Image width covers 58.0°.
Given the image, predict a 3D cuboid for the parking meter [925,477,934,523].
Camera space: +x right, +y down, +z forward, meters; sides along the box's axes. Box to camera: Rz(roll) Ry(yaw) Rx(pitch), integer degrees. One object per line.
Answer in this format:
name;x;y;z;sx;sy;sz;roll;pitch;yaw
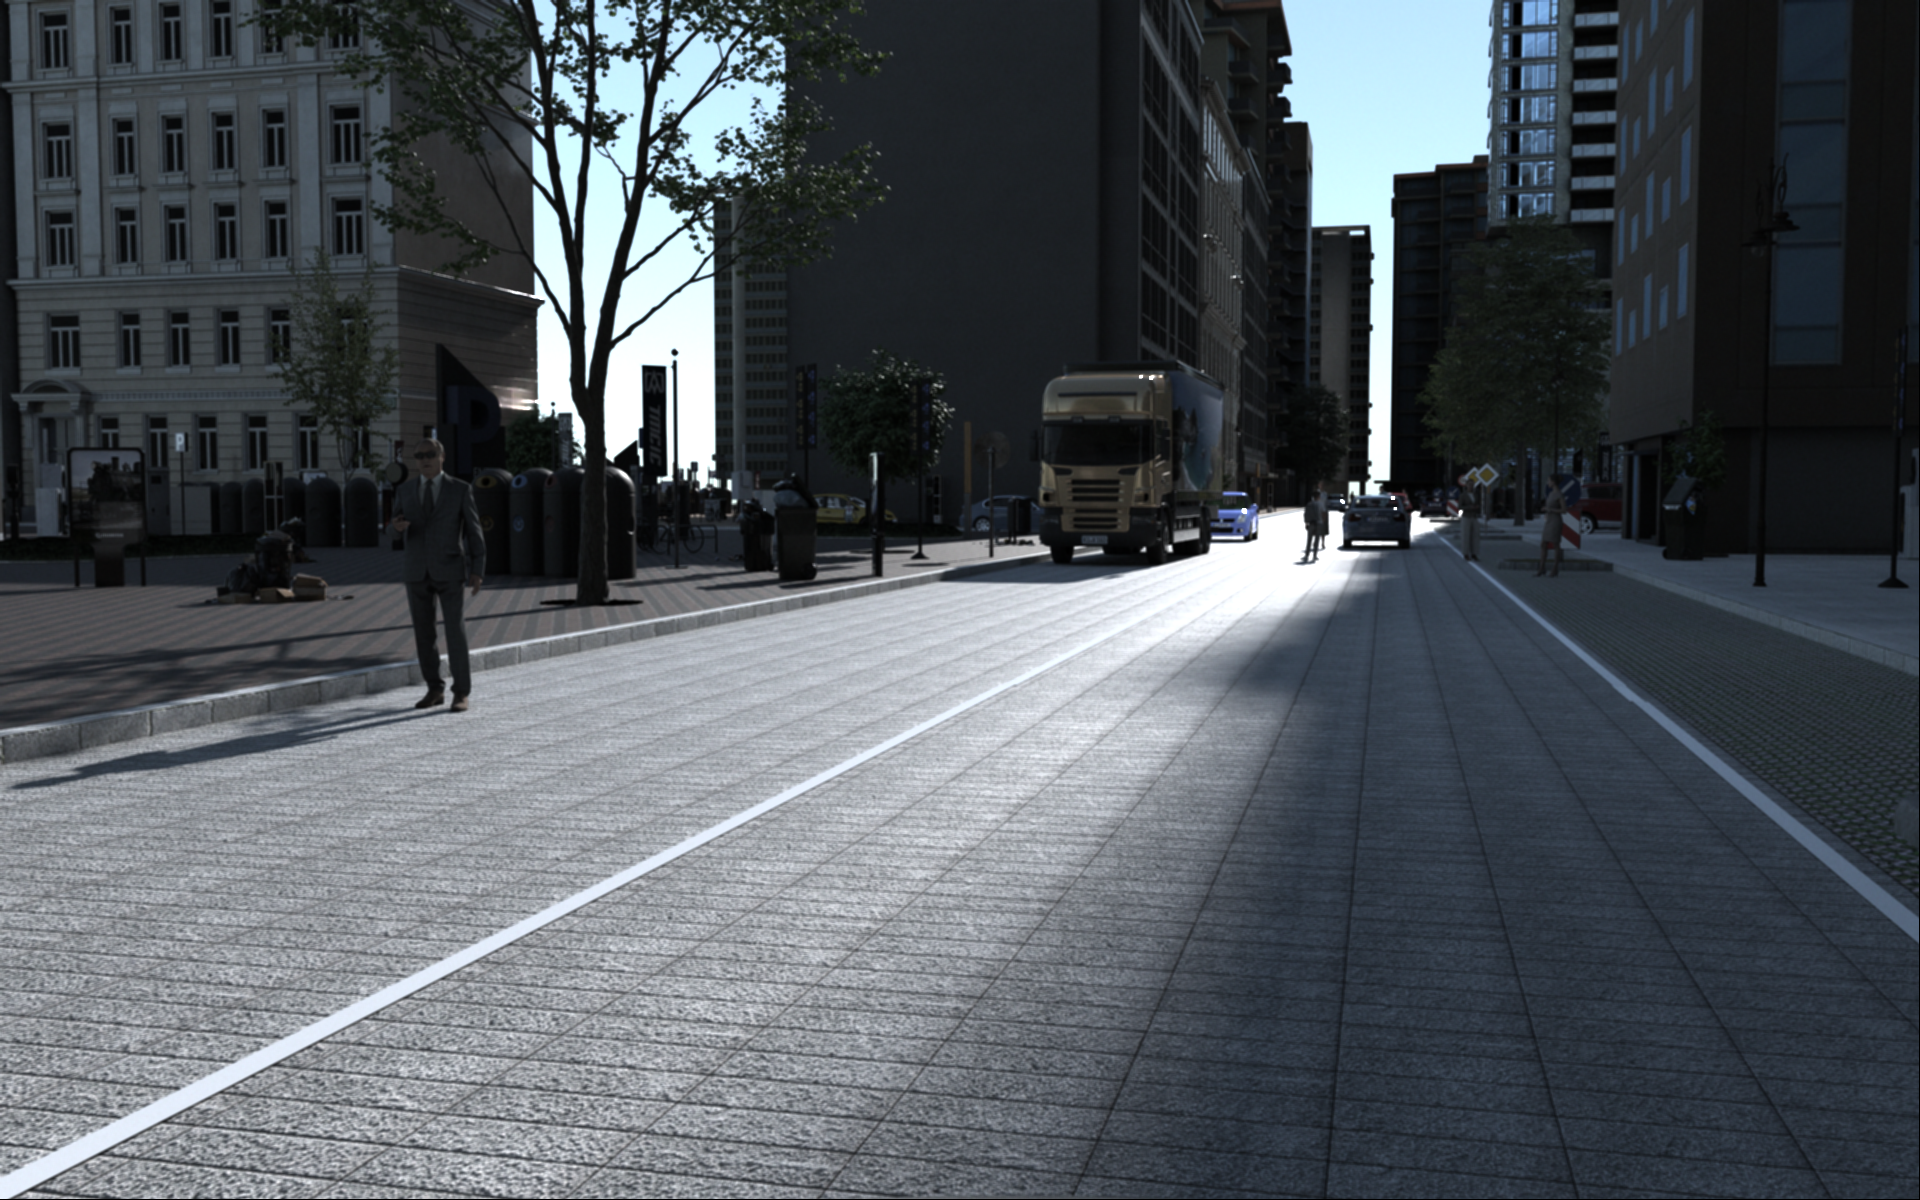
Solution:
parking meter;-1.019;-3.189;57.850;0.255;1.863;0.399;0;4;-6

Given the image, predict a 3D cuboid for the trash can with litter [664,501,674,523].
trash can with litter;-12.663;-3.993;76.670;1.055;1.170;0.624;2;4;31

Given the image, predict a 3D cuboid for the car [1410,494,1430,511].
car;39.957;-8.563;149.798;2.009;1.686;4.222;1;4;14

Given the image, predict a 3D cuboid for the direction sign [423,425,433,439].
direction sign;-17.322;-3.995;57.323;0.379;3.537;0.876;3;5;44

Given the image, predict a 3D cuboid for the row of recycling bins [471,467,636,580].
row of recycling bins;-6.400;-1.226;27.160;3.534;1.692;1.069;3;4;37

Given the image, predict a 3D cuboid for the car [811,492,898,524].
car;-4.302;-3.316;64.444;3.980;1.641;2.015;1;4;15

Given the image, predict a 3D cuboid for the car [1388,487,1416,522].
car;21.633;-4.737;86.486;2.155;1.783;4.494;1;4;16

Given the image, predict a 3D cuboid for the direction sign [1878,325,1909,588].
direction sign;12.820;-1.938;23.689;0.379;3.537;0.876;1;4;20

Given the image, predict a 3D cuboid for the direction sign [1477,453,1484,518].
direction sign;28.186;-6.235;93.941;0.379;3.537;0.876;0;4;-5

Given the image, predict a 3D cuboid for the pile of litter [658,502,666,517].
pile of litter;-16.943;-5.177;98.604;1.719;0.858;1.176;2;4;34

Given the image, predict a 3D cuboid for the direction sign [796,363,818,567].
direction sign;-2.700;-2.352;30.451;0.379;3.537;0.876;-2;4;-28

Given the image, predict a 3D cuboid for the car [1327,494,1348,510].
car;32.109;-8.320;148.040;2.014;1.417;4.499;1;4;12

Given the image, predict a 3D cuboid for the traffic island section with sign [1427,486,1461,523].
traffic island section with sign;24.701;-4.809;87.262;1.989;1.847;2.006;1;4;14

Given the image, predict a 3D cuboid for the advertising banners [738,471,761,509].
advertising banners;-15.996;-8.274;131.468;2.074;3.025;0.090;-3;4;-36

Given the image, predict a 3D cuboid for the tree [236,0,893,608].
tree;-4.213;-5.742;19.637;9.928;11.665;9.643;0;3;0

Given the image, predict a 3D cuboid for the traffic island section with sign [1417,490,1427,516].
traffic island section with sign;31.164;-6.410;113.434;1.989;1.847;2.006;1;4;14

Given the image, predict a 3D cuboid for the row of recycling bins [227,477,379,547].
row of recycling bins;-15.906;-2.155;42.354;3.534;1.692;1.069;1;4;10

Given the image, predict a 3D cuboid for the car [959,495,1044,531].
car;2.241;-3.049;61.861;4.499;1.417;2.014;1;4;14

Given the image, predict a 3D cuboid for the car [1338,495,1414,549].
car;11.242;-2.129;46.813;2.014;1.417;4.499;1;4;13

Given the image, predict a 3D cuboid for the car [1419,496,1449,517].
car;29.450;-5.797;107.361;1.945;1.354;3.894;1;4;15

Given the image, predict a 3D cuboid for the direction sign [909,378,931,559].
direction sign;-0.789;-2.582;34.220;0.379;3.537;0.876;-2;4;-28

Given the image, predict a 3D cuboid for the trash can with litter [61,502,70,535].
trash can with litter;-28.066;-2.619;54.202;0.624;1.170;1.055;2;4;27

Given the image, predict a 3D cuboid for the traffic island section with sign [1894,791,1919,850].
traffic island section with sign;4.789;0.125;6.578;1.989;1.847;2.006;1;4;14

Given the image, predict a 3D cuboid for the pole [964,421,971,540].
pole;0.219;-3.357;48.738;0.158;3.312;0.155;0;3;0

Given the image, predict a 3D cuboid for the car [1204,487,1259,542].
car;8.260;-2.685;53.496;1.945;1.707;3.694;1;4;14

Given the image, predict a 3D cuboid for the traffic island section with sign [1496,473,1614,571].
traffic island section with sign;11.307;-1.492;33.024;1.989;1.847;2.006;1;4;14

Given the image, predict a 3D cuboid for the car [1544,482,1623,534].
car;22.244;-2.994;57.621;5.304;1.827;2.281;1;4;16

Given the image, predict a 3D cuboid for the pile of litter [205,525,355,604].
pile of litter;-8.157;-0.422;20.860;1.719;0.858;1.176;-1;4;-20

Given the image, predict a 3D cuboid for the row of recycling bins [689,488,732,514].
row of recycling bins;-16.248;-6.443;112.455;3.534;1.692;1.069;2;4;32

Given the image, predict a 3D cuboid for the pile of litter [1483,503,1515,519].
pile of litter;27.966;-4.648;89.956;1.719;0.858;1.176;2;4;27

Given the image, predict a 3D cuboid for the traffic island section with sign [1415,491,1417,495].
traffic island section with sign;43.074;-9.359;161.640;1.989;1.847;2.006;1;4;14

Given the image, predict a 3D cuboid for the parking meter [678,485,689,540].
parking meter;-7.784;-2.451;48.482;0.372;1.533;0.369;0;3;0

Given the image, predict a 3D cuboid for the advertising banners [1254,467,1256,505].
advertising banners;17.285;-6.444;101.551;0.090;3.025;2.074;1;4;11

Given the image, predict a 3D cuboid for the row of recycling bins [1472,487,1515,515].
row of recycling bins;33.500;-6.231;108.982;3.534;1.692;1.069;-1;4;-18

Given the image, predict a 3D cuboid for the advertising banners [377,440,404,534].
advertising banners;-18.475;-3.644;55.774;0.090;3.025;2.074;1;4;16

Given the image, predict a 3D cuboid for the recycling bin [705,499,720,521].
recycling bin;-12.062;-4.395;84.405;0.722;1.027;0.722;-1;4;-10

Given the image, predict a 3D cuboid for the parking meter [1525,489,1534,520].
parking meter;27.799;-4.654;84.504;0.372;1.533;0.369;0;3;0

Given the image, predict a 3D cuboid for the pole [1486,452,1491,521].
pole;25.541;-5.499;83.751;0.158;3.312;0.155;0;3;0

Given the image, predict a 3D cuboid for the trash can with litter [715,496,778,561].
trash can with litter;-3.941;-1.380;33.626;1.678;1.210;2.233;-1;4;-17

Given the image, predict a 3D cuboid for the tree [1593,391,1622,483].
tree;42.264;-10.077;115.117;4.737;8.622;4.395;0;3;0

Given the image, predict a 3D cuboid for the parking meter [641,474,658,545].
parking meter;-7.827;-2.323;43.691;0.255;1.863;0.399;2;4;24

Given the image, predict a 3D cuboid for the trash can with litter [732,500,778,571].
trash can with litter;-3.183;-1.082;29.073;1.055;1.170;0.624;-2;4;-27

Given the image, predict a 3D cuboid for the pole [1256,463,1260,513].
pole;19.737;-7.397;114.785;0.158;3.312;0.155;0;3;0

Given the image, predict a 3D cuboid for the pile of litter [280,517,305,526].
pile of litter;-12.684;-1.123;32.328;1.176;0.858;1.719;-3;4;-37

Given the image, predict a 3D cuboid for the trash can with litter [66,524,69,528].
trash can with litter;-33.285;-3.357;65.947;2.233;1.210;1.678;-2;4;-24

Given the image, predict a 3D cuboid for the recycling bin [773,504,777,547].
recycling bin;-4.131;-1.819;42.300;0.722;1.027;0.722;1;4;10

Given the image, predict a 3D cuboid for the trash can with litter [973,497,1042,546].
trash can with litter;1.324;-2.013;43.963;1.678;1.210;2.233;-1;4;-12

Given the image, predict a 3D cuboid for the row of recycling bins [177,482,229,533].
row of recycling bins;-24.279;-3.058;57.104;3.534;1.692;1.069;1;4;12
